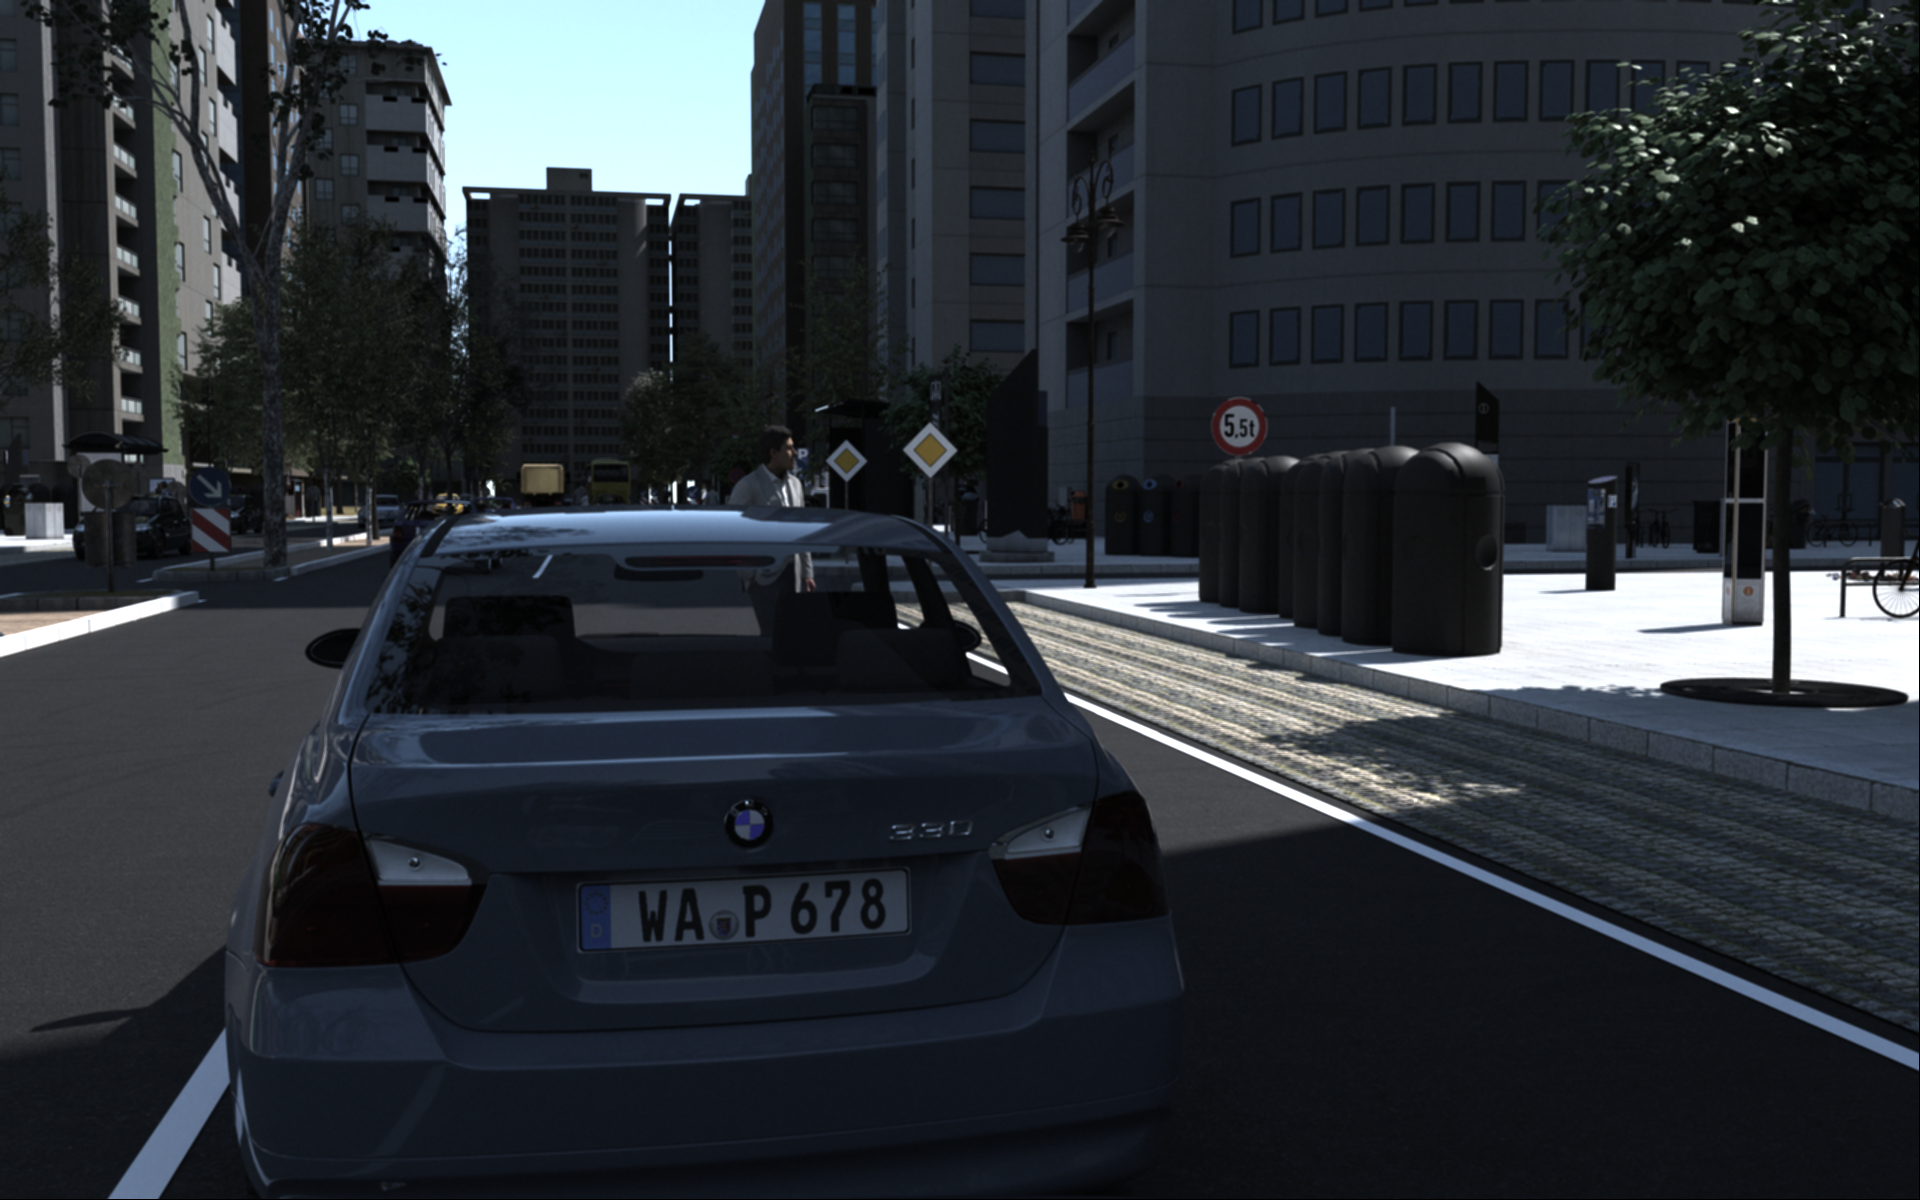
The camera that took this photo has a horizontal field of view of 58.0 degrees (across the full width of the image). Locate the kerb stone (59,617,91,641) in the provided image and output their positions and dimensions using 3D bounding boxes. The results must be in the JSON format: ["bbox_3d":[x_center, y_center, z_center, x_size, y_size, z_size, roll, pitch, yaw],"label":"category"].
[{"bbox_3d":[-8.914,0.306,17.307,0.120,0.150,1.000,-1,4,-12],"label":"kerb stone"}]

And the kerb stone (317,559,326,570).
[{"bbox_3d":[-12.245,-0.655,32.912,0.120,0.150,1.000,-1,4,-12],"label":"kerb stone"}]

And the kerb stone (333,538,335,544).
[{"bbox_3d":[-17.716,-1.608,48.491,0.120,0.150,1.000,-1,4,-12],"label":"kerb stone"}]

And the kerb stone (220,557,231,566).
[{"bbox_3d":[-14.721,-0.747,34.467,0.120,0.150,1.000,-1,4,-12],"label":"kerb stone"}]

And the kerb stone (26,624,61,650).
[{"bbox_3d":[-8.701,0.365,16.307,0.120,0.150,1.000,-1,4,-12],"label":"kerb stone"}]

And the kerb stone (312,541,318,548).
[{"bbox_3d":[-17.071,-1.424,45.481,0.120,0.150,1.000,-1,4,-12],"label":"kerb stone"}]

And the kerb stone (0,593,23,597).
[{"bbox_3d":[-12.049,0.017,21.919,0.120,0.150,1.000,-1,4,-12],"label":"kerb stone"}]

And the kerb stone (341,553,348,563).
[{"bbox_3d":[-12.884,-0.839,35.919,0.120,0.150,1.000,-1,4,-12],"label":"kerb stone"}]

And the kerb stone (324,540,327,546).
[{"bbox_3d":[-17.504,-1.544,47.484,0.120,0.150,1.000,-1,4,-12],"label":"kerb stone"}]

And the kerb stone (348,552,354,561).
[{"bbox_3d":[-13.096,-0.901,36.924,0.120,0.150,1.000,-1,4,-12],"label":"kerb stone"}]

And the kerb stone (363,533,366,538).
[{"bbox_3d":[-19.203,-2.037,55.494,0.120,0.150,1.000,-1,4,-12],"label":"kerb stone"}]

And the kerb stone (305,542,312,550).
[{"bbox_3d":[-16.856,-1.363,44.473,0.120,0.150,1.000,-1,4,-12],"label":"kerb stone"}]

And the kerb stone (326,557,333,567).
[{"bbox_3d":[-12.463,-0.714,33.911,0.120,0.150,1.000,-1,4,-12],"label":"kerb stone"}]

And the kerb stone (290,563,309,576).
[{"bbox_3d":[-11.811,-0.526,30.907,0.120,0.150,1.000,-1,4,-12],"label":"kerb stone"}]

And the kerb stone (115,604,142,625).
[{"bbox_3d":[-9.340,0.176,19.313,0.120,0.150,1.000,-1,4,-12],"label":"kerb stone"}]

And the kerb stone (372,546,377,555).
[{"bbox_3d":[-13.956,-1.142,40.934,0.120,0.150,1.000,-1,4,-12],"label":"kerb stone"}]

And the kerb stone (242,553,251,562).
[{"bbox_3d":[-15.153,-0.873,36.466,0.120,0.150,1.000,-1,4,-12],"label":"kerb stone"}]

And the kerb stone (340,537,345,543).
[{"bbox_3d":[-18.136,-1.731,50.492,0.120,0.150,1.000,-1,4,-12],"label":"kerb stone"}]

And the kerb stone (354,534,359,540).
[{"bbox_3d":[-18.776,-1.914,53.493,0.120,0.150,1.000,-1,4,-12],"label":"kerb stone"}]

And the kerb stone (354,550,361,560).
[{"bbox_3d":[-13.312,-0.962,37.925,0.120,0.150,1.000,-1,4,-12],"label":"kerb stone"}]

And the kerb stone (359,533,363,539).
[{"bbox_3d":[-18.999,-1.975,54.492,0.120,0.150,1.000,-1,4,-12],"label":"kerb stone"}]

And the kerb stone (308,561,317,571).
[{"bbox_3d":[-12.040,-0.594,31.903,0.120,0.150,1.000,-1,4,-12],"label":"kerb stone"}]

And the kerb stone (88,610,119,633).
[{"bbox_3d":[-9.125,0.240,18.314,0.120,0.150,1.000,-1,4,-12],"label":"kerb stone"}]

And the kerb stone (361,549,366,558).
[{"bbox_3d":[-13.528,-1.023,38.925,0.120,0.150,1.000,-1,4,-12],"label":"kerb stone"}]

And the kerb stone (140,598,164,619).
[{"bbox_3d":[-9.555,0.115,20.319,0.120,0.150,1.000,-1,4,-12],"label":"kerb stone"}]

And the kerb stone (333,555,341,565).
[{"bbox_3d":[-12.669,-0.775,34.916,0.120,0.150,1.000,-1,4,-12],"label":"kerb stone"}]

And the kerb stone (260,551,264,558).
[{"bbox_3d":[-15.574,-0.995,38.469,0.120,0.150,1.000,-1,4,-12],"label":"kerb stone"}]

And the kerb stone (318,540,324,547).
[{"bbox_3d":[-17.287,-1.486,46.485,0.120,0.150,1.000,-1,4,-12],"label":"kerb stone"}]

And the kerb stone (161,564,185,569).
[{"bbox_3d":[-13.866,-0.505,30.468,0.120,0.150,1.000,-1,4,-12],"label":"kerb stone"}]

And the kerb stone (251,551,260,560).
[{"bbox_3d":[-15.364,-0.934,37.466,0.120,0.150,1.000,-1,4,-12],"label":"kerb stone"}]

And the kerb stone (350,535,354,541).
[{"bbox_3d":[-18.565,-1.852,52.492,0.120,0.150,1.000,-1,4,-12],"label":"kerb stone"}]

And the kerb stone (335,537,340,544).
[{"bbox_3d":[-17.929,-1.669,49.491,0.120,0.150,1.000,-1,4,-12],"label":"kerb stone"}]

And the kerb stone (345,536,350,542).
[{"bbox_3d":[-18.358,-1.792,51.490,0.120,0.150,1.000,-1,4,-12],"label":"kerb stone"}]

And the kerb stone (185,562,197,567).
[{"bbox_3d":[-14.083,-0.567,31.467,0.120,0.150,1.000,-1,4,-12],"label":"kerb stone"}]

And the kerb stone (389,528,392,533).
[{"bbox_3d":[-20.711,-2.463,62.520,0.120,0.150,1.000,-1,4,-12],"label":"kerb stone"}]

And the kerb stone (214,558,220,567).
[{"bbox_3d":[-14.510,-0.689,33.467,0.120,0.150,1.000,-1,4,-12],"label":"kerb stone"}]

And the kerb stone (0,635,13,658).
[{"bbox_3d":[-8.486,0.421,15.305,0.120,0.150,1.000,-1,4,-12],"label":"kerb stone"}]

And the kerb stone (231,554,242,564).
[{"bbox_3d":[-14.930,-0.804,35.469,0.120,0.150,1.000,-1,4,-12],"label":"kerb stone"}]

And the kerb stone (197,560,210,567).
[{"bbox_3d":[-14.288,-0.628,32.469,0.120,0.150,1.000,-1,4,-12],"label":"kerb stone"}]

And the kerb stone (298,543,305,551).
[{"bbox_3d":[-16.641,-1.301,43.474,0.120,0.150,1.000,-1,4,-12],"label":"kerb stone"}]

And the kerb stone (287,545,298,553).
[{"bbox_3d":[-16.432,-1.238,42.468,0.120,0.150,1.000,-1,4,-12],"label":"kerb stone"}]

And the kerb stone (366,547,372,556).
[{"bbox_3d":[-13.740,-1.083,39.935,0.120,0.150,1.000,-1,4,-12],"label":"kerb stone"}]

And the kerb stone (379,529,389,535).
[{"bbox_3d":[-20.498,-2.405,61.519,0.120,0.150,1.000,-1,4,-12],"label":"kerb stone"}]

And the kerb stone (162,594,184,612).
[{"bbox_3d":[-9.767,0.054,21.319,0.120,0.150,1.000,-1,4,-12],"label":"kerb stone"}]

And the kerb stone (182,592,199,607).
[{"bbox_3d":[-9.984,-0.005,22.318,0.120,0.150,1.000,-1,4,-12],"label":"kerb stone"}]
